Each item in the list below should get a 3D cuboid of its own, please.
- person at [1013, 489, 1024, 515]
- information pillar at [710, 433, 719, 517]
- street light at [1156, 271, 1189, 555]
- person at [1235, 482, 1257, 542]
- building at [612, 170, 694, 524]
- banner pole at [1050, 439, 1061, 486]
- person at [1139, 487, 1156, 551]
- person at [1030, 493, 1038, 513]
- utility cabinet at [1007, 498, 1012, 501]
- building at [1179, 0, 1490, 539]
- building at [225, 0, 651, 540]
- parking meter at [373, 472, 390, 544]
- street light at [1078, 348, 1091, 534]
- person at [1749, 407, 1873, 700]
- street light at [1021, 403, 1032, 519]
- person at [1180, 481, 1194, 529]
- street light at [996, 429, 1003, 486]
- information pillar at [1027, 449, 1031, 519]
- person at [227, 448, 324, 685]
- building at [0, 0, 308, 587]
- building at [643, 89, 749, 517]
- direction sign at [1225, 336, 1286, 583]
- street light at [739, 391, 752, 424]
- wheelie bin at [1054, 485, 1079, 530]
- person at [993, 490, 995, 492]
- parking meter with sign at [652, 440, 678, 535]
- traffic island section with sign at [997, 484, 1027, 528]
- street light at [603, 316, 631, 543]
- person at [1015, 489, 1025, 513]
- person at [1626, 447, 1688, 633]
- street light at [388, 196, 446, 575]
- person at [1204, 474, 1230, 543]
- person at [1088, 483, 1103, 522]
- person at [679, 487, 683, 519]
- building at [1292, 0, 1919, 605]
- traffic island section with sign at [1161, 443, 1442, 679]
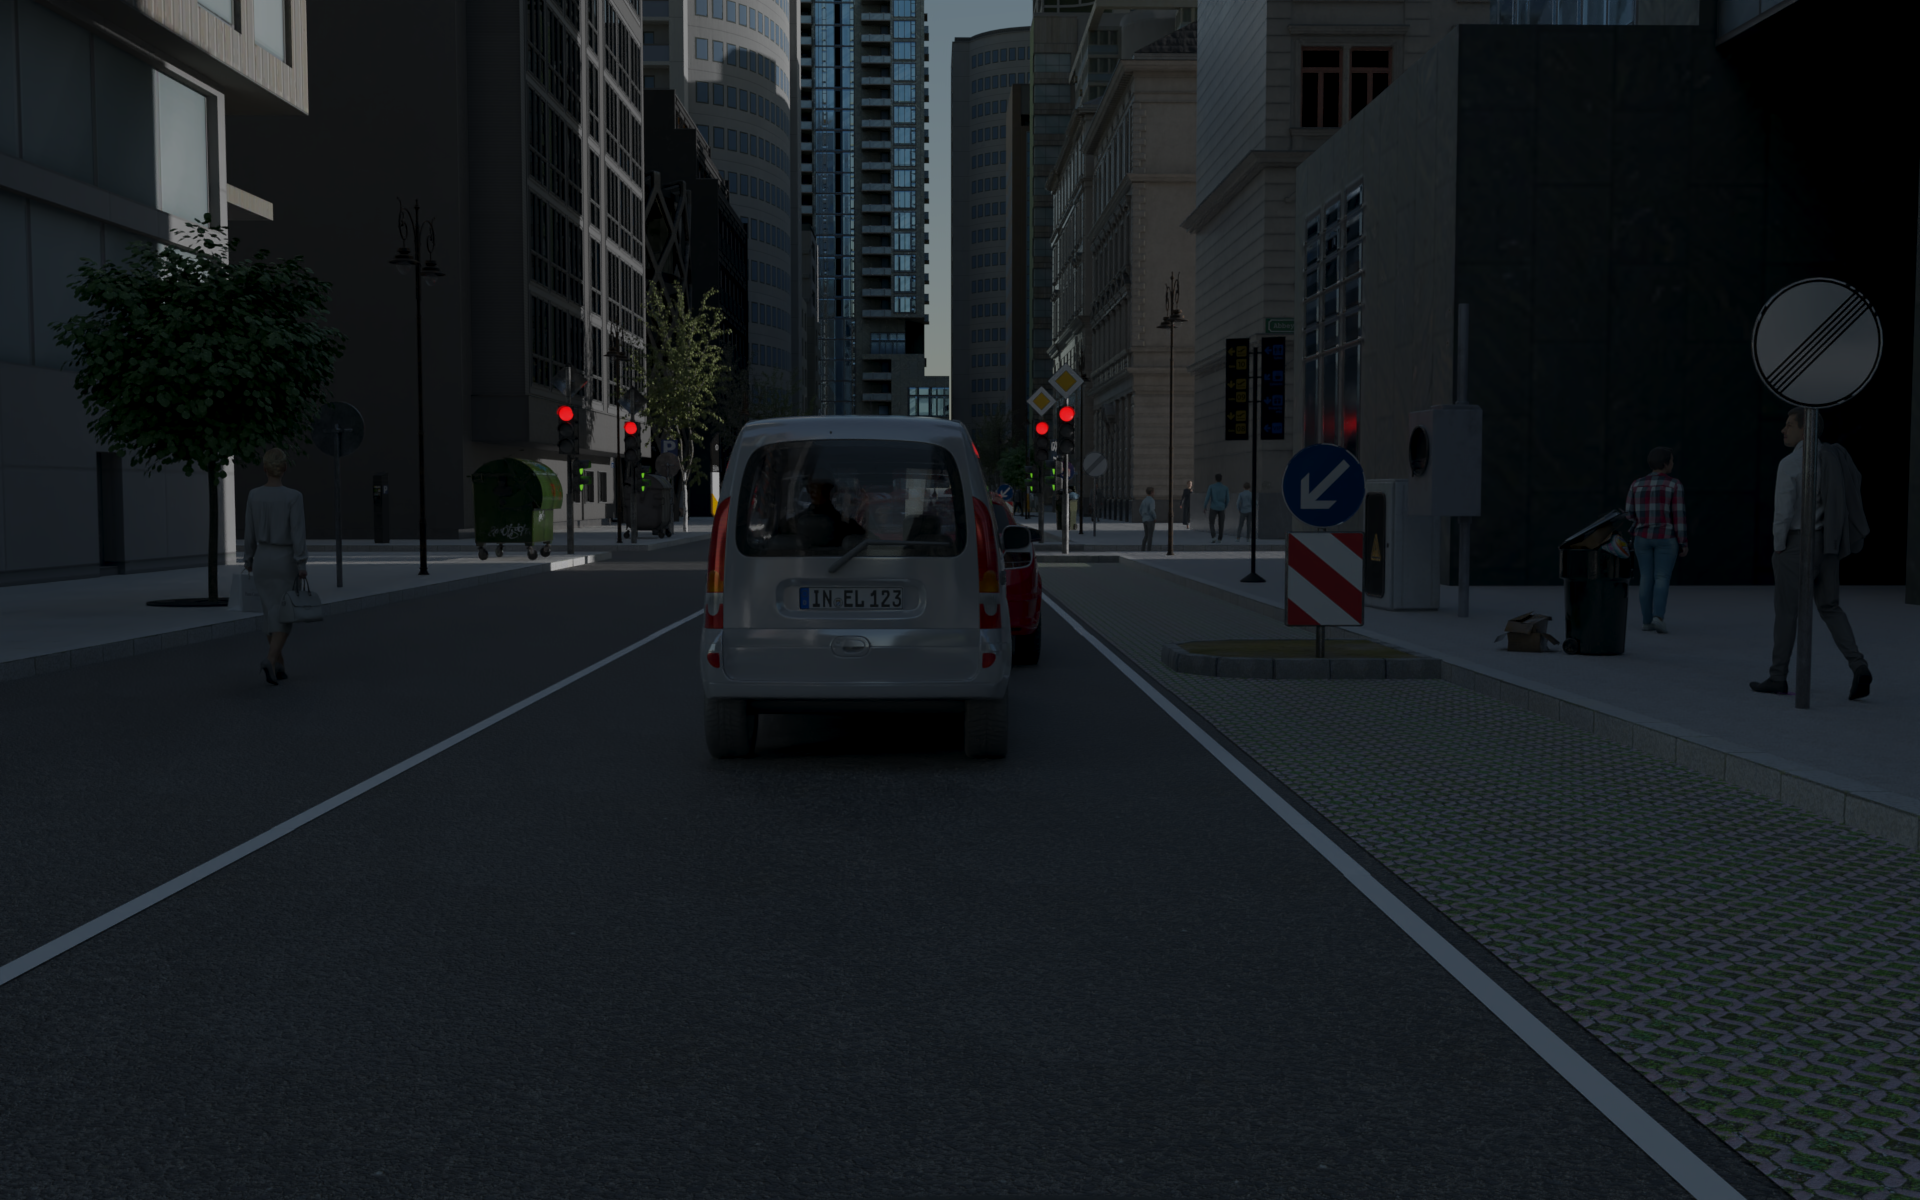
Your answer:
[{"bbox_3d":[3.473,-6.065,105.608,0.834,1.777,0.661,1,4,9],"label":"person"},{"bbox_3d":[-9.380,-4.586,66.337,0.183,3.616,0.504,1,4,23],"label":"information pillar"},{"bbox_3d":[4.409,-3.873,36.118,0.468,5.910,1.993,0,4,-1],"label":"street light"},{"bbox_3d":[7.659,-2.353,46.332,0.589,1.601,0.330,1,4,11],"label":"person"},{"bbox_3d":[-21.191,-13.047,80.771,16.820,18.784,16.811,0,4,-1],"label":"building"},{"bbox_3d":[3.970,-4.850,69.319,0.863,3.779,0.401,-1,4,-22],"label":"banner pole"},{"bbox_3d":[4.417,-1.840,40.388,0.330,1.601,0.589,-1,4,-17],"label":"person"},{"bbox_3d":[5.074,-6.944,119.804,0.641,1.798,0.478,2,4,31],"label":"person"},{"bbox_3d":[3.266,-6.669,120.193,0.306,1.237,1.020,-1,4,-22],"label":"utility cabinet"},{"bbox_3d":[19.427,-16.334,54.449,23.554,28.519,14.401,0,4,-1],"label":"building"},{"bbox_3d":[-19.677,-16.285,59.760,14.314,27.812,24.014,0,4,-1],"label":"building"},{"bbox_3d":[-15.047,-2.404,45.023,0.255,1.863,0.399,1,4,14],"label":"parking meter"},{"bbox_3d":[3.860,-5.030,55.022,0.468,5.910,1.993,0,4,-1],"label":"street light"},{"bbox_3d":[5.406,-0.292,10.926,0.679,1.850,0.850,-1,4,-22],"label":"person"},{"bbox_3d":[3.355,-7.025,87.651,0.468,5.910,1.993,0,4,-1],"label":"street light"},{"bbox_3d":[8.441,-3.520,64.012,0.576,1.772,0.534,0,4,-2],"label":"person"},{"bbox_3d":[2.710,-9.001,119.953,0.468,5.910,1.993,0,4,-1],"label":"street light"},{"bbox_3d":[3.573,-6.041,90.130,0.183,3.616,0.504,1,4,11],"label":"information pillar"},{"bbox_3d":[-5.221,-0.261,13.120,0.694,1.780,0.624,1,4,19],"label":"person"},{"bbox_3d":[-25.381,-26.287,19.033,27.495,52.752,28.713,0,4,-1],"label":"building"},{"bbox_3d":[-19.582,-16.728,103.186,12.332,23.373,15.834,0,4,-1],"label":"building"},{"bbox_3d":[4.271,-2.026,25.128,0.876,3.537,0.379,2,4,25],"label":"direction sign"},{"bbox_3d":[-9.582,-6.411,77.610,0.468,5.910,1.993,0,4,-1],"label":"street light"},{"bbox_3d":[3.801,-3.289,61.676,0.980,1.594,0.693,2,4,31],"label":"wheelie bin"},{"bbox_3d":[3.570,-10.576,179.626,0.621,1.740,0.551,-3,4,-36],"label":"person"},{"bbox_3d":[-9.337,-3.571,54.640,0.543,3.016,1.738,0,4,3],"label":"parking meter with sign"},{"bbox_3d":[1.683,-3.744,69.842,1.989,1.847,2.006,0,4,-1],"label":"traffic island section with sign"},{"bbox_3d":[-8.910,-4.426,45.159,0.468,5.910,1.993,0,4,-1],"label":"street light"},{"bbox_3d":[4.033,-6.627,114.374,0.713,1.824,0.794,3,5,39],"label":"person"},{"bbox_3d":[6.473,-0.566,16.132,0.643,1.720,0.563,-3,5,-42],"label":"person"},{"bbox_3d":[-8.502,-3.333,27.278,0.468,5.910,1.993,0,4,-1],"label":"street light"},{"bbox_3d":[6.757,-2.415,45.540,0.660,1.820,0.620,0,4,-5],"label":"person"},{"bbox_3d":[6.312,-4.555,80.614,0.694,1.812,0.767,0,4,-5],"label":"person"},{"bbox_3d":[-14.528,-5.120,90.503,0.466,1.731,0.760,-3,5,-40],"label":"person"},{"bbox_3d":[18.077,-43.062,16.743,22.319,86.520,31.000,0,4,-1],"label":"building"},{"bbox_3d":[2.712,-0.345,14.261,1.989,1.847,2.006,0,4,-1],"label":"traffic island section with sign"}]
